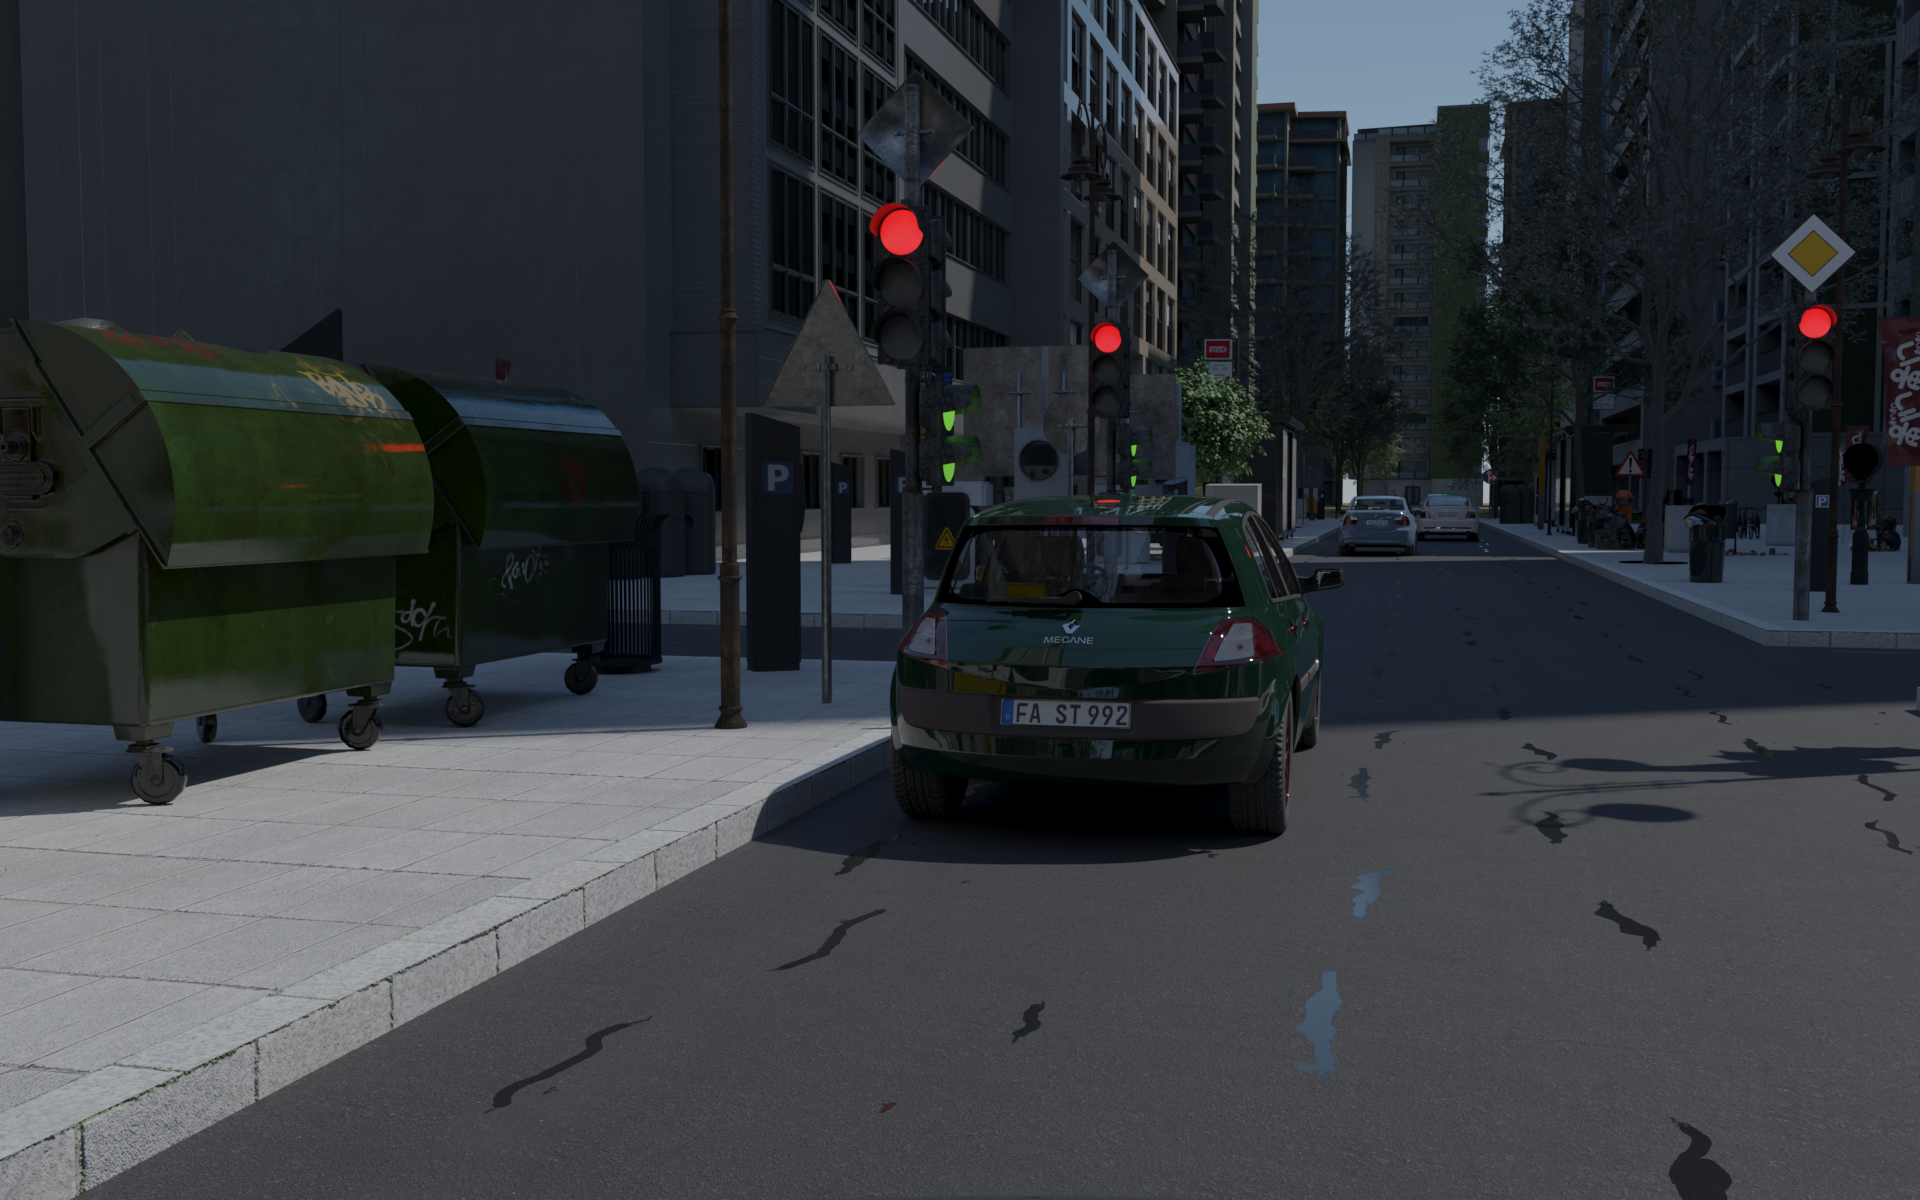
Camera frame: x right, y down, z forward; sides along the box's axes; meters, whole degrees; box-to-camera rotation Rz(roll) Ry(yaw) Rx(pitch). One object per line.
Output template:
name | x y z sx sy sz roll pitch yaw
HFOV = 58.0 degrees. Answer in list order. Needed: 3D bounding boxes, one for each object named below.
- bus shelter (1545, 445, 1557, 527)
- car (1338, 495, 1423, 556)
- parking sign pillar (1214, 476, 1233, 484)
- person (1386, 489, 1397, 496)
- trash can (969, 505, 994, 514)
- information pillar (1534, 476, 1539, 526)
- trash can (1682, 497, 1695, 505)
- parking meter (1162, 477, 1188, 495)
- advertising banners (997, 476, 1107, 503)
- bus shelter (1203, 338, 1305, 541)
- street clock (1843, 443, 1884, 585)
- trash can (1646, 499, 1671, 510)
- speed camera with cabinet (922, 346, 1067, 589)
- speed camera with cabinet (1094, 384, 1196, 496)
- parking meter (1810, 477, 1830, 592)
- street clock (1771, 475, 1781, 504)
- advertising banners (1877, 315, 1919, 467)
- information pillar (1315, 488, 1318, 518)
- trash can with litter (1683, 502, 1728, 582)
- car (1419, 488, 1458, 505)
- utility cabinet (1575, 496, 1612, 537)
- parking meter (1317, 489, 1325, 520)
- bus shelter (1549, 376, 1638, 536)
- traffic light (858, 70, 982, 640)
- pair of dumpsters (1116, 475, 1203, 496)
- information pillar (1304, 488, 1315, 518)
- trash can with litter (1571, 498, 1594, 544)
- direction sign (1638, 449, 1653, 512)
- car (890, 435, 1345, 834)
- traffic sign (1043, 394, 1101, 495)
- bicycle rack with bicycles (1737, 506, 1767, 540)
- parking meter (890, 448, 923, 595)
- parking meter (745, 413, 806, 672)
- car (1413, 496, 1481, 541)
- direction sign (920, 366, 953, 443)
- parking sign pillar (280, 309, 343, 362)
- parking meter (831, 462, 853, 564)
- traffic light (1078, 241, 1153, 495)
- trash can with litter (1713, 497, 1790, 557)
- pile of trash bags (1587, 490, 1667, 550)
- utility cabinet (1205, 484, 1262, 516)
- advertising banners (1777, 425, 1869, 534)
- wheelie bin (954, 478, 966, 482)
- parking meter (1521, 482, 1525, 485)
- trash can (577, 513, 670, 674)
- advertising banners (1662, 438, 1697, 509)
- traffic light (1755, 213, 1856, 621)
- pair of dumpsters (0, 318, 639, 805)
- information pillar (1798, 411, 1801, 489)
bus shelter | 23.199 -4.385 65.617 2.014 3.302 5.546 1 4 15
car | 10.052 -1.805 41.522 2.014 1.417 4.499 1 4 16
parking sign pillar | 9.181 -4.260 58.117 1.447 3.967 1.447 1 4 14
person | 27.243 -6.126 109.459 0.742 1.727 0.445 1 4 17
trash can | 0.486 -0.619 21.776 0.748 1.137 0.748 0 3 0
information pillar | 23.392 -4.009 70.045 0.304 2.012 0.304 1 4 10
trash can | 33.687 -4.199 80.312 0.748 1.137 0.748 0 3 0
parking meter | 3.224 -1.075 25.994 0.372 1.533 0.369 0 3 0
advertising banners | 1.631 -1.945 27.992 2.074 3.025 0.090 1 4 10
bus shelter | 7.999 -4.248 47.082 2.179 5.291 8.768 1 4 15
street clock | 12.731 -1.216 24.460 0.471 2.002 0.358 3 5 44
trash can | 21.501 -2.549 53.336 0.748 1.137 0.748 0 3 0
speed camera with cabinet | 0.431 -1.771 23.291 2.038 3.252 0.660 1 4 13
speed camera with cabinet | 3.329 -2.276 31.552 0.660 3.252 2.038 -3 5 -42
parking meter | 11.349 -0.883 22.856 0.372 1.533 0.369 0 3 0
street clock | 28.178 -3.367 59.614 0.471 2.002 0.358 3 4 39
advertising banners | 9.858 -1.245 16.542 2.074 3.025 0.090 3 5 39
information pillar | 18.793 -6.148 91.869 0.504 3.616 0.183 3 4 38
trash can with litter | 10.853 -0.854 25.356 0.624 1.170 1.055 1 4 16
car | 20.922 -4.056 75.104 1.959 1.807 4.718 1 4 16
utility cabinet | 19.011 -2.492 51.912 1.020 1.237 0.306 1 4 10
parking meter | 18.193 -4.824 87.284 0.372 1.533 0.369 0 3 0
bus shelter | 20.531 -4.834 56.662 2.179 5.291 8.768 1 4 14
traffic light | -0.298 -1.383 11.538 0.839 4.253 0.868 1 4 14
pair of dumpsters | 3.931 -1.998 35.154 1.574 2.255 4.437 1 4 14
information pillar | 18.384 -6.127 91.525 0.504 3.616 0.183 -2 4 -34
trash can with litter | 16.352 -2.032 44.610 1.055 1.170 0.624 -1 4 -10
direction sign | 34.304 -5.793 86.705 0.876 3.537 0.379 -1 4 -15
car | 0.919 0.058 8.838 2.009 1.686 4.222 1 4 14
traffic sign | 1.411 -1.348 22.143 0.768 2.556 0.104 1 4 22
bicycle rack with bicycles | 22.184 -2.254 50.230 2.852 0.926 2.925 3 5 40
parking meter | -0.684 -1.004 22.128 0.399 1.863 0.255 0 4 5
parking meter | -1.344 -0.421 12.600 0.399 1.863 0.255 -1 4 -21
car | 15.224 -2.557 54.167 2.083 1.381 4.827 1 4 15
direction sign | -0.508 -2.362 30.619 0.876 3.537 0.379 -2 4 -33
parking sign pillar | -9.658 -2.265 25.510 1.447 3.967 1.447 0 4 5
parking meter | -2.199 -1.609 32.012 0.399 1.863 0.255 -2 4 -27
traffic light | 1.703 -1.856 19.270 0.839 4.253 0.868 1 4 14
trash can with litter | 16.475 -1.547 36.355 2.233 1.210 1.678 0 4 -4
pile of trash bags | 15.970 -1.933 41.359 1.912 1.369 3.447 1 4 15
utility cabinet | 5.932 -1.771 37.643 1.173 1.500 0.318 2 4 26
advertising banners | 22.152 -2.954 44.493 2.074 3.025 0.090 2 4 29
wheelie bin | -0.235 -1.630 34.558 0.980 1.594 0.693 0 4 -7
parking meter | 28.476 -4.997 87.404 0.255 1.863 0.399 1 4 8
trash can | -2.466 -0.053 12.516 0.748 1.137 0.748 0 3 0
advertising banners | 22.949 -3.620 55.372 0.090 3.025 2.074 0 4 -7
traffic light | 8.543 -1.749 17.522 0.839 4.253 0.868 1 4 14
pair of dumpsters | -3.323 -0.407 9.152 1.574 2.255 4.437 1 4 15
information pillar | 22.294 -3.332 45.833 0.183 3.616 0.504 3 5 43
